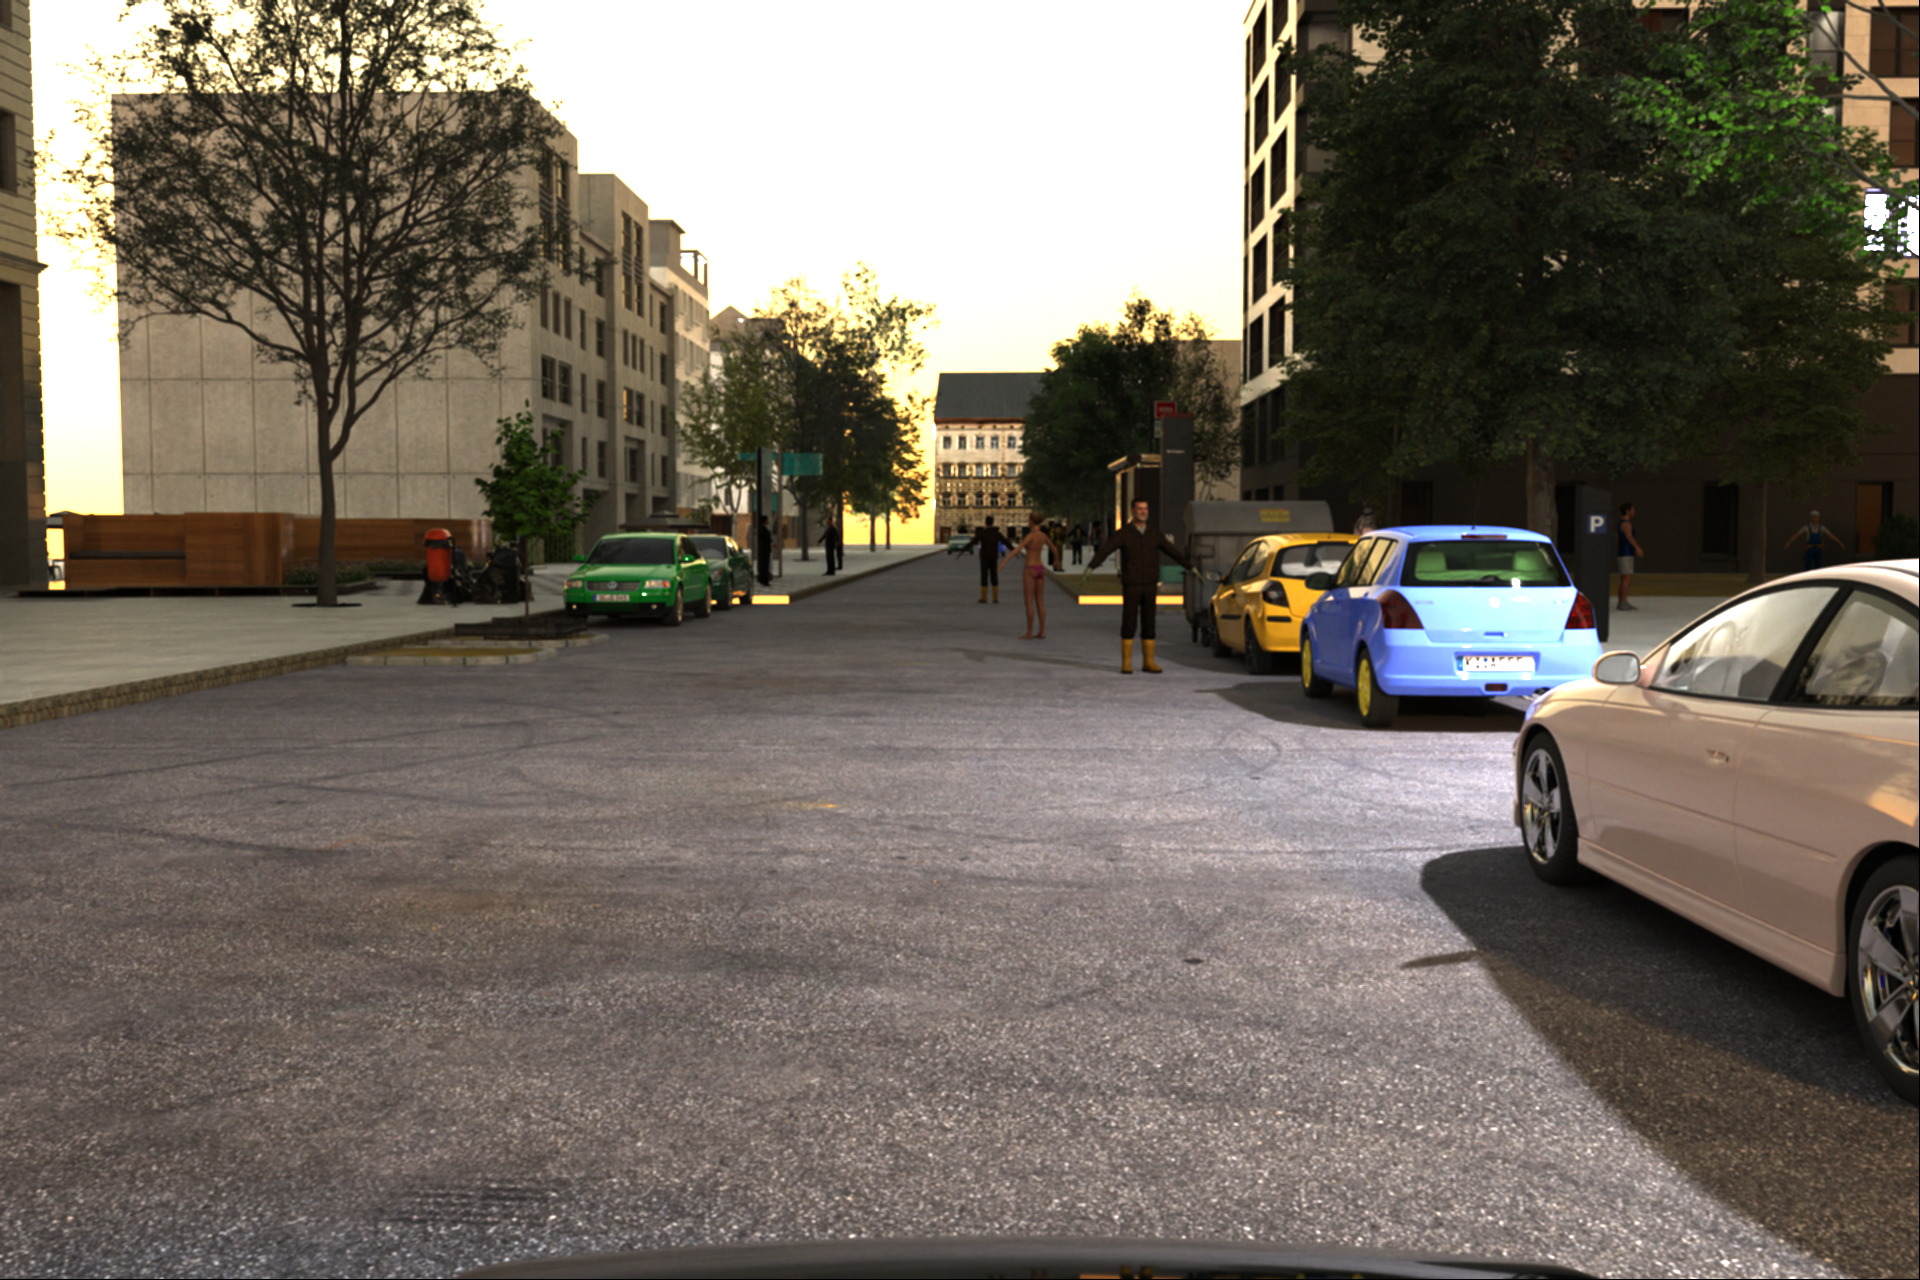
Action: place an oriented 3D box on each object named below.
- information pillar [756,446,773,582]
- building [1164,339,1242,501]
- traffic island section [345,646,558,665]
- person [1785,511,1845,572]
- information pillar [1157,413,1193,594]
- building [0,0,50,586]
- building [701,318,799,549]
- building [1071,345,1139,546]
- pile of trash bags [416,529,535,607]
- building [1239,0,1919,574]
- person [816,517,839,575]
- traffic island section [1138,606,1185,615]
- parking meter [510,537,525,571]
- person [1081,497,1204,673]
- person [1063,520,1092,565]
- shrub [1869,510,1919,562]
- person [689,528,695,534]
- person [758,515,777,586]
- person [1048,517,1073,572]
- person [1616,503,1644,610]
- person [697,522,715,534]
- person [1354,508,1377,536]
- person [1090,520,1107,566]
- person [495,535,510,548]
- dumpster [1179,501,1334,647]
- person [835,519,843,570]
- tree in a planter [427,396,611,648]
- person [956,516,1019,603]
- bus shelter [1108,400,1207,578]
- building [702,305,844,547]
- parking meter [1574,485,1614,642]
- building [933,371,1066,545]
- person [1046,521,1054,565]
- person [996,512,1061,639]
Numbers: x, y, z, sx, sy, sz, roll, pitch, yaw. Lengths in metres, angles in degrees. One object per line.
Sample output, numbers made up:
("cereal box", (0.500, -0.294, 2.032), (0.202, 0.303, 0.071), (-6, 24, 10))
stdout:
("information pillar", (-5.330, -3.419, 47.212), (0.184, 3.620, 1.656), (0, 4, 3))
("building", (26.870, -18.313, 165.880), (16.747, 18.905, 31.486), (0, 4, 1))
("traffic island section", (-5.720, 0.182, 19.886), (1.991, 0.108, 1.994), (0, 4, 1))
("person", (20.593, -2.196, 41.767), (1.347, 1.847, 0.705), (1, 4, 11))
("information pillar", (4.674, -2.941, 37.465), (0.750, 3.857, 0.750), (0, 3, 0))
("building", (-28.218, -15.294, 27.550), (11.434, 29.767, 29.804), (0, 4, 1))
("building", (-20.639, -18.126, 152.781), (16.016, 20.090, 11.380), (0, 4, 0))
("building", (26.463, -21.942, 202.729), (27.936, 21.610, 32.646), (0, 4, 1))
("pile of trash bags", (-9.065, -1.346, 31.763), (1.912, 1.369, 3.447), (0, 4, 1))
("building", (25.300, -13.916, 71.502), (27.936, 21.610, 32.646), (0, 4, 1))
("person", (-4.061, -2.914, 53.861), (0.704, 1.802, 1.346), (-2, 4, -32))
("traffic island section", (4.206, -0.528, 31.505), (1.991, 0.108, 1.994), (0, 4, 2))
("parking meter", (-9.096, -1.663, 35.607), (0.372, 1.533, 0.369), (0, 3, 0))
("person", (1.859, -0.567, 17.860), (1.346, 1.812, 0.704), (-1, 4, -15))
("person", (4.942, -4.115, 73.058), (1.354, 1.856, 0.705), (-1, 4, -9))
("shrub", (29.296, -3.034, 54.021), (1.690, 2.028, 1.600), (0, 3, 0))
("person", (-7.186, -2.288, 46.682), (0.991, 1.433, 0.599), (-2, 4, -31))
("person", (-4.718, -2.192, 42.567), (0.721, 1.740, 1.216), (-1, 4, -21))
("person", (3.368, -3.262, 59.098), (0.705, 1.858, 1.354), (-2, 4, -34))
("person", (11.295, -1.415, 29.306), (0.704, 1.807, 1.345), (1, 4, 9))
("person", (-10.259, -3.904, 70.100), (1.348, 1.796, 0.705), (0, 4, 7))
("person", (7.236, -1.476, 30.841), (0.551, 1.740, 0.621), (3, 5, 45))
("person", (5.508, -3.860, 69.252), (0.704, 1.843, 1.345), (-2, 4, -28))
("person", (-18.022, -3.844, 69.039), (0.705, 1.806, 1.347), (2, 4, 35))
("dumpster", (3.817, -0.867, 22.387), (1.865, 1.857, 1.264), (0, 4, 0))
("person", (-4.362, -3.420, 62.050), (0.705, 1.813, 1.348), (0, 4, 2))
("tree in a planter", (-5.691, -1.556, 22.661), (1.991, 3.239, 1.994), (0, 4, 2))
("person", (0.599, -1.683, 36.116), (1.346, 1.812, 0.704), (-1, 4, -15))
("bus shelter", (5.446, -4.400, 49.576), (2.179, 5.291, 8.768), (0, 4, 0))
("building", (-21.866, -21.074, 175.487), (19.493, 23.208, 18.063), (0, 4, 1))
("parking meter", (7.533, -0.911, 20.600), (0.399, 1.863, 0.255), (0, 4, 1))
("building", (6.209, -24.448, 233.114), (18.063, 23.208, 19.493), (0, 4, 4))
("person", (3.772, -3.958, 70.896), (0.705, 1.806, 1.347), (-1, 4, -21))
("person", (0.965, -0.885, 23.724), (1.217, 1.733, 0.721), (-3, 5, -44))
